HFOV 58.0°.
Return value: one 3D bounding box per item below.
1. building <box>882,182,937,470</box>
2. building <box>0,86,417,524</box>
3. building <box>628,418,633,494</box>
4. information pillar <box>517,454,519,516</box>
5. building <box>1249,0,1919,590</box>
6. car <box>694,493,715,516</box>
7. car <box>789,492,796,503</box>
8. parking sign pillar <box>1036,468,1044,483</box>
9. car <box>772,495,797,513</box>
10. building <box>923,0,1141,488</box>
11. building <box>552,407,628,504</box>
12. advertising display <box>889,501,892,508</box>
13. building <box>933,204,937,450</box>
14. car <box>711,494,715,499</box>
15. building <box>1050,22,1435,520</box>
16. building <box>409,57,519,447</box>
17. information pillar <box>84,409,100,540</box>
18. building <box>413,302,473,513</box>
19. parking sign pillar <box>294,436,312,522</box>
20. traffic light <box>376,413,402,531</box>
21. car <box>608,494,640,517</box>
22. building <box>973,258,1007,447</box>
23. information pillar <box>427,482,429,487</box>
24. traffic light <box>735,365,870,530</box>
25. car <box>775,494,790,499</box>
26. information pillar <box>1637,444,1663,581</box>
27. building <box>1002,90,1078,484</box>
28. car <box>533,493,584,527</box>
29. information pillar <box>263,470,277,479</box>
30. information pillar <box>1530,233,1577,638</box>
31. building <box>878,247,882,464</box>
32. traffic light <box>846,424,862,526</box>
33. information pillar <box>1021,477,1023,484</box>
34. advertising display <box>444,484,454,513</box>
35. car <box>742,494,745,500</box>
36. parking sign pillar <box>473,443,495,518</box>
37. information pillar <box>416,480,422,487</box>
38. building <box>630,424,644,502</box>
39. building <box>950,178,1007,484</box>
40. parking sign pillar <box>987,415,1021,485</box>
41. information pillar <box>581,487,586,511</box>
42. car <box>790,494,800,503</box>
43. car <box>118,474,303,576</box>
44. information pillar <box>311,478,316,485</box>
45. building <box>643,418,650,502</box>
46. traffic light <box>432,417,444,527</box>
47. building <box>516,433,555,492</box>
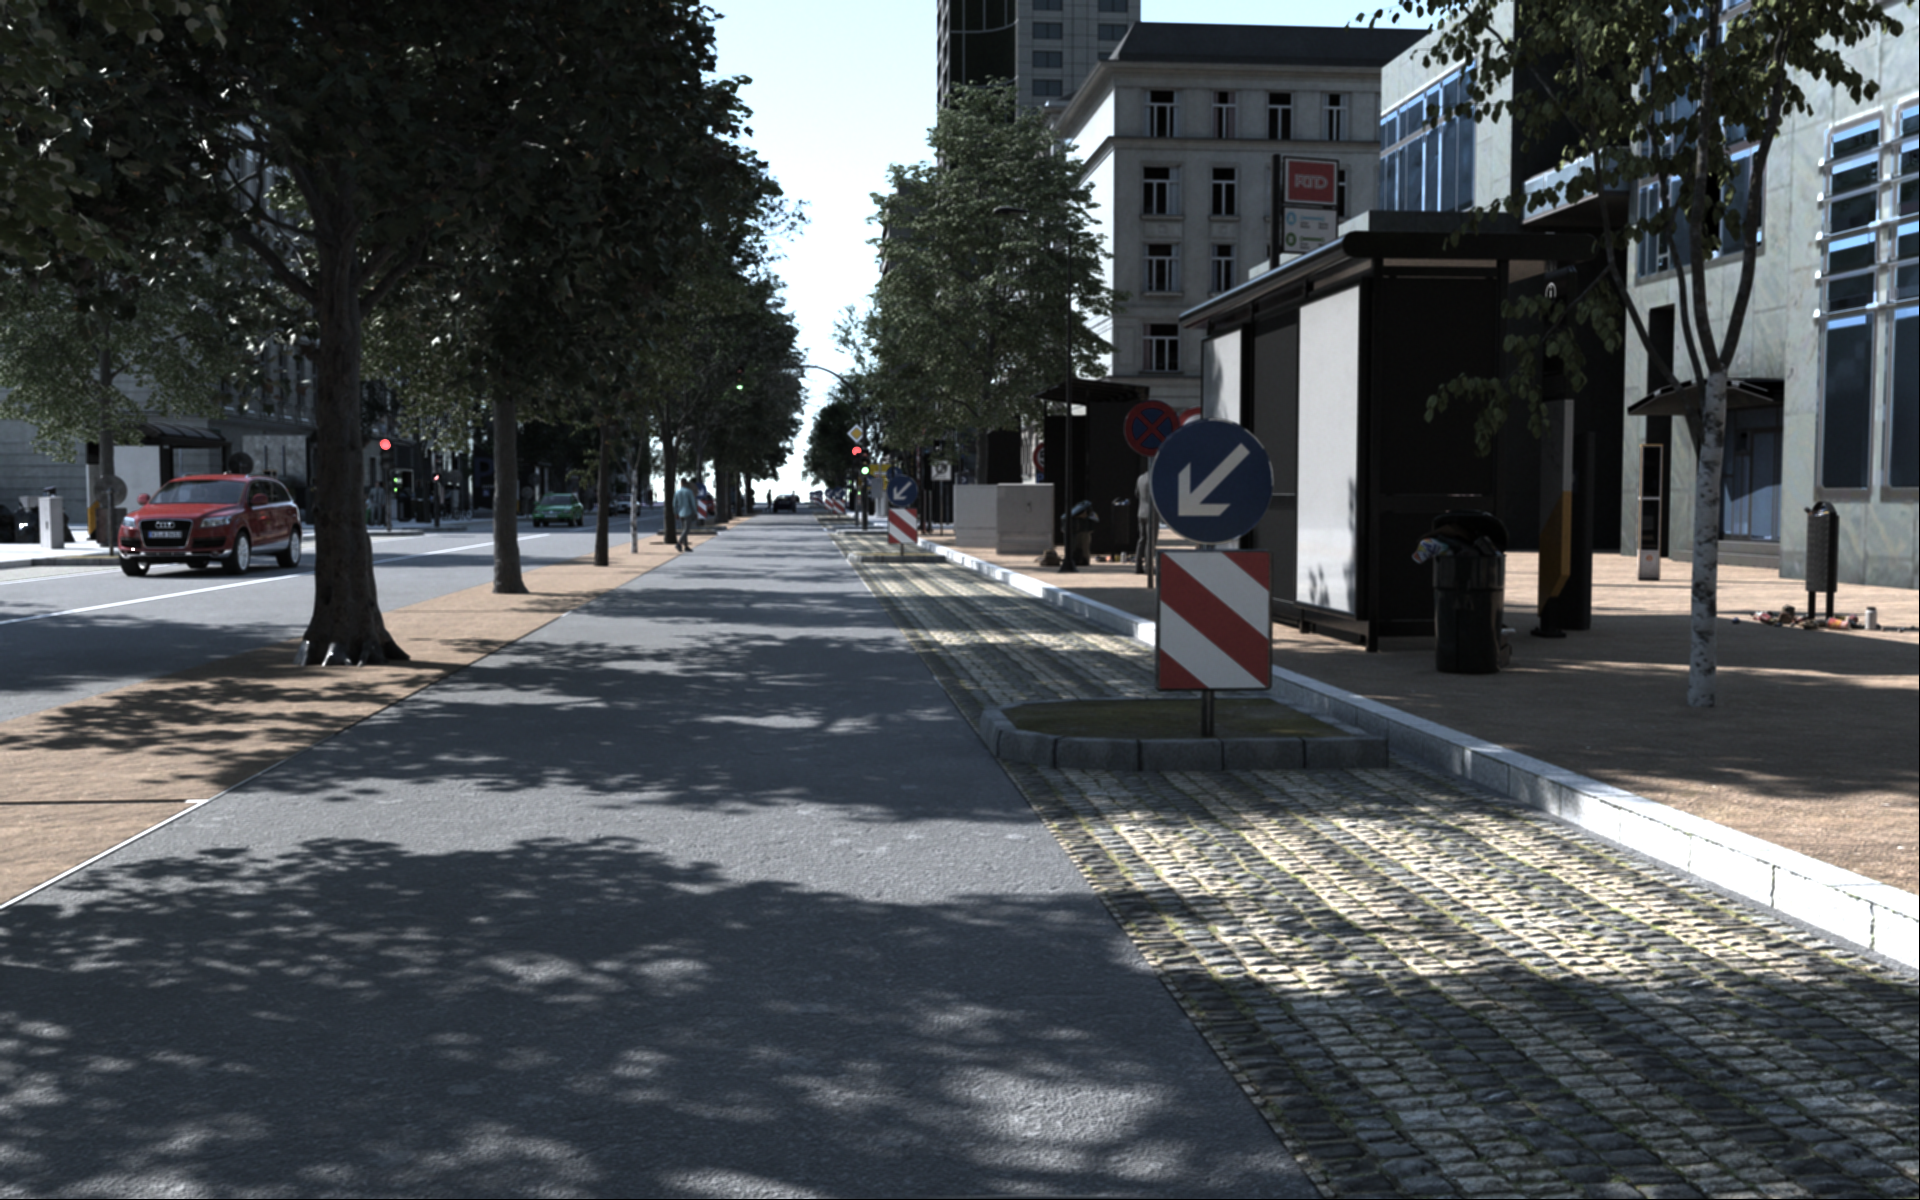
[{"bbox_3d":[-0.760,-39.218,264.912,21.300,48.544,21.600,0,4,-5],"label":"building"},{"bbox_3d":[-42.704,-19.521,95.579,17.030,29.872,44.131,0,4,-5],"label":"building"},{"bbox_3d":[-57.442,-37.446,262.354,14.600,45.320,14.200,0,4,-5],"label":"building"},{"bbox_3d":[-26.744,-6.885,103.927,0.183,3.616,0.504,3,5,39],"label":"information pillar"},{"bbox_3d":[20.846,-44.065,33.137,22.319,86.520,31.000,0,4,-5],"label":"building"},{"bbox_3d":[-17.453,-6.595,116.863,2.155,1.783,4.494,0,4,-6],"label":"car"},{"bbox_3d":[-27.630,-16.705,282.710,1.945,1.707,3.694,0,4,-4],"label":"car"},{"bbox_3d":[3.597,-5.099,71.835,1.447,3.967,1.447,2,4,28],"label":"parking sign pillar"},{"bbox_3d":[-13.684,-7.494,135.110,1.945,1.354,3.894,0,4,-4],"label":"car"},{"bbox_3d":[6.379,-45.204,177.339,20.563,71.187,20.611,0,4,-5],"label":"building"},{"bbox_3d":[-58.727,-37.896,243.300,21.300,48.544,21.600,0,4,-5],"label":"building"},{"bbox_3d":[-4.130,-6.224,106.973,0.123,1.923,0.974,-3,5,-41],"label":"advertising display"},{"bbox_3d":[9.980,-31.137,200.978,32.217,40.220,23.993,0,4,-5],"label":"building"},{"bbox_3d":[-31.623,-12.665,216.865,2.009,1.686,4.222,0,4,-5],"label":"car"},{"bbox_3d":[20.456,-15.547,87.475,30.059,22.955,16.112,0,4,-5],"label":"building"},{"bbox_3d":[-51.840,-32.731,154.754,23.786,49.044,30.456,0,4,-5],"label":"building"},{"bbox_3d":[-24.068,-3.473,48.142,0.183,3.616,0.504,1,4,23],"label":"information pillar"},{"bbox_3d":[-44.118,-18.968,128.146,12.078,24.808,19.932,0,4,-5],"label":"building"},{"bbox_3d":[-31.042,-5.660,81.008,1.447,3.967,1.447,-1,4,-11],"label":"parking sign pillar"},{"bbox_3d":[-19.684,-4.326,59.652,0.839,4.253,0.868,0,4,-5],"label":"traffic light"},{"bbox_3d":[-21.588,-6.210,111.319,2.009,1.686,4.222,0,4,-4],"label":"car"},{"bbox_3d":[7.489,-18.263,134.763,11.583,22.565,21.152,0,4,-5],"label":"building"},{"bbox_3d":[-31.712,-6.026,103.015,0.304,2.012,0.304,-1,4,-10],"label":"information pillar"},{"bbox_3d":[-5.470,-5.271,60.855,4.771,5.953,1.251,0,4,-5],"label":"traffic light"},{"bbox_3d":[-19.146,-10.915,188.684,2.015,1.641,3.980,0,4,-5],"label":"car"},{"bbox_3d":[10.245,-1.299,25.725,0.304,2.012,0.304,1,4,17],"label":"information pillar"},{"bbox_3d":[10.428,-19.864,112.169,14.401,28.519,23.554,0,4,-5],"label":"building"},{"bbox_3d":[-17.753,-4.145,76.565,1.959,1.807,4.718,0,4,-5],"label":"car"},{"bbox_3d":[-21.219,-2.987,53.322,0.304,2.012,0.304,1,4,11],"label":"information pillar"},{"bbox_3d":[5.306,-1.471,15.410,0.183,3.616,0.504,0,4,-5],"label":"information pillar"},{"bbox_3d":[-2.392,-38.871,290.172,22.147,44.769,28.867,0,4,-5],"label":"building"},{"bbox_3d":[-4.142,-4.906,69.141,0.839,4.253,0.868,0,4,-5],"label":"traffic light"},{"bbox_3d":[2.562,-4.314,75.023,0.304,2.012,0.304,0,4,-4],"label":"information pillar"},{"bbox_3d":[-33.962,-6.714,114.983,0.974,1.923,0.123,2,4,33],"label":"advertising display"},{"bbox_3d":[-29.410,-13.863,238.458,2.131,1.459,4.920,0,4,-6],"label":"car"},{"bbox_3d":[-25.061,-6.307,91.594,1.447,3.967,1.447,-1,4,-10],"label":"parking sign pillar"},{"bbox_3d":[-28.104,-5.229,89.990,0.304,2.012,0.304,-1,4,-22],"label":"information pillar"},{"bbox_3d":[-58.540,-30.927,277.358,14.160,30.474,14.107,0,4,-5],"label":"building"},{"bbox_3d":[5.892,-23.819,161.134,14.160,30.474,14.107,0,4,-5],"label":"building"},{"bbox_3d":[1.297,-4.124,55.895,1.447,3.967,1.447,-1,4,-12],"label":"parking sign pillar"},{"bbox_3d":[-29.229,-7.948,134.439,0.304,2.012,0.304,0,4,8],"label":"information pillar"},{"bbox_3d":[-26.066,-16.067,272.481,2.009,1.686,4.222,0,4,-6],"label":"car"},{"bbox_3d":[-13.832,-1.439,32.205,2.281,1.827,5.304,0,4,-5],"label":"car"},{"bbox_3d":[-28.691,-4.434,76.993,0.304,2.012,0.304,-1,4,-21],"label":"information pillar"},{"bbox_3d":[-60.011,-37.194,291.717,14.154,41.232,14.086,0,4,-5],"label":"building"},{"bbox_3d":[-18.356,-5.698,67.832,4.771,5.953,1.251,0,4,-5],"label":"traffic light"},{"bbox_3d":[-49.753,-32.253,177.447,14.600,45.320,14.200,0,4,-5],"label":"building"}]
